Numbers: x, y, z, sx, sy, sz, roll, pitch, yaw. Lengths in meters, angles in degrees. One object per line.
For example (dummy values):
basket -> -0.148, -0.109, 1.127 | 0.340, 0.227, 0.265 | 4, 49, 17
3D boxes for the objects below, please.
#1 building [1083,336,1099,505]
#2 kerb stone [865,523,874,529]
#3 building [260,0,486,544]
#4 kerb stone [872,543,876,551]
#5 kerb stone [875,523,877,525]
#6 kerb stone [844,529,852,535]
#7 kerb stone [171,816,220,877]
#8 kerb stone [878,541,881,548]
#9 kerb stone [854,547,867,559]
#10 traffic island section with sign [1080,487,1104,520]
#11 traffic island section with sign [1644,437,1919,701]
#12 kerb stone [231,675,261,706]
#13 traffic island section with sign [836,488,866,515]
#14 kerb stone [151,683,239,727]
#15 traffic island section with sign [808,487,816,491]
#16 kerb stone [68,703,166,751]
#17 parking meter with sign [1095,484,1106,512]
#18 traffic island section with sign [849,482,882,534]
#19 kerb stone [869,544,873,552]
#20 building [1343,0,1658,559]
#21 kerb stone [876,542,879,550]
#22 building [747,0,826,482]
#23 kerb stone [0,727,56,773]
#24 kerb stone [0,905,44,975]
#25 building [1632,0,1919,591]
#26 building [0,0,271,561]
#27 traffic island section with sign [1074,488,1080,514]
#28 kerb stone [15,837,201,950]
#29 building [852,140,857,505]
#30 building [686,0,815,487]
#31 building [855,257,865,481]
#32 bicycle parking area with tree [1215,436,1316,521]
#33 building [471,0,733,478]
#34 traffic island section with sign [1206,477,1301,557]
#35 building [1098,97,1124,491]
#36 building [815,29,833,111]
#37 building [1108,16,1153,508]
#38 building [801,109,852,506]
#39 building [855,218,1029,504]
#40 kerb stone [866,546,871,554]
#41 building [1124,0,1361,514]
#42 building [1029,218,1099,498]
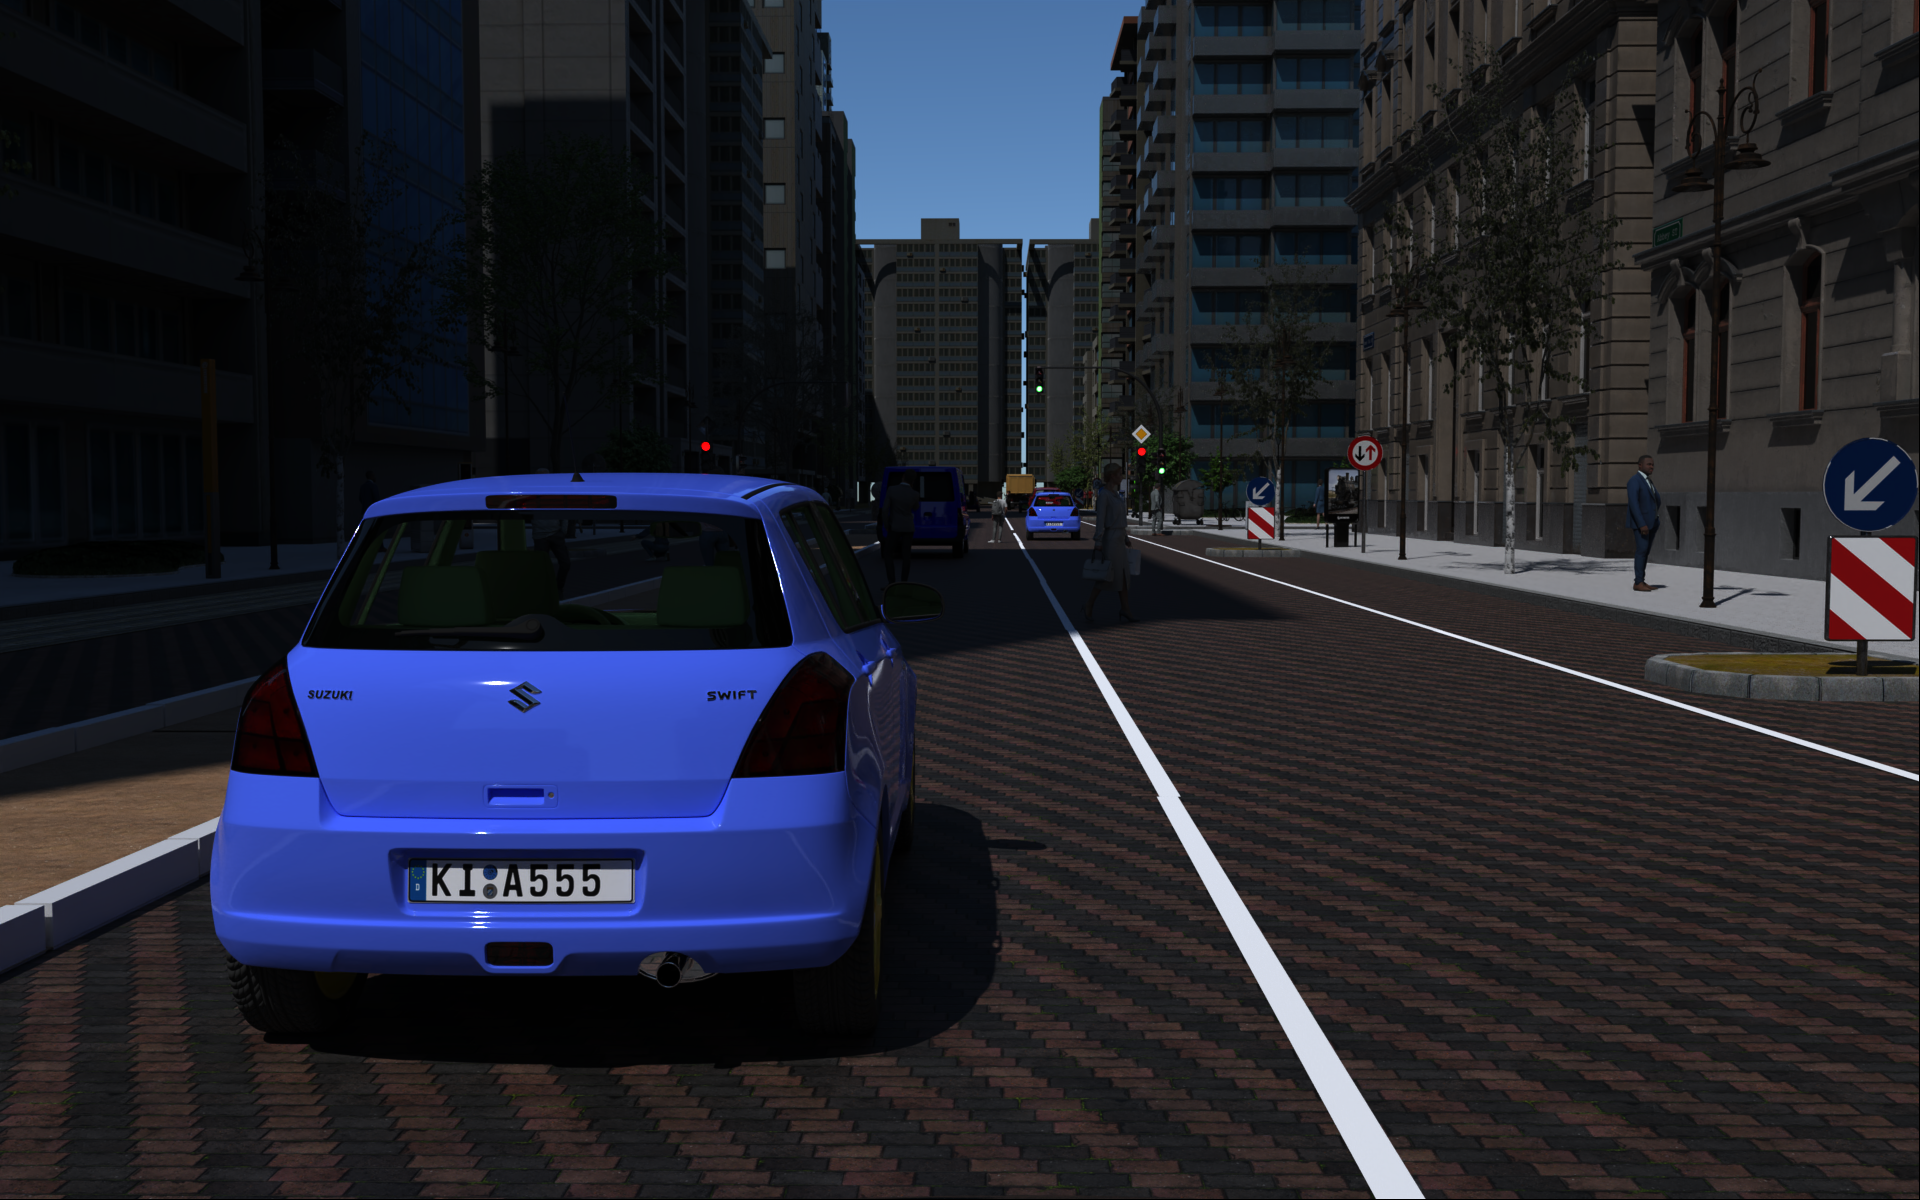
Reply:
building -> 29.023, -21.920, 203.426 | 27.650, 21.520, 28.899 | 0, 4, 1
kerb stone -> -3.797, -3.051, 72.127 | 0.120, 0.150, 1.000 | 0, 4, 1
building -> -23.114, -24.465, 50.106 | 14.200, 45.320, 14.600 | 0, 4, 1
kerb stone -> -2.225, -1.263, 42.863 | 0.120, 0.150, 1.000 | 0, 4, 1
kerb stone -> -3.762, -3.179, 74.171 | 0.120, 0.150, 1.000 | 0, 4, 1
kerb stone -> -3.987, -2.456, 62.343 | 0.120, 0.150, 1.000 | 0, 4, 1
kerb stone -> -2.888, 0.933, 6.964 | 0.120, 0.150, 1.000 | 0, 4, 1
kerb stone -> -2.191, -1.380, 44.929 | 0.120, 0.150, 1.000 | 0, 4, 1
kerb stone -> -2.287, -1.074, 39.793 | 0.120, 0.150, 1.000 | 0, 4, 1
traffic island section with sign -> 7.784, -5.315, 95.520 | 1.989, 1.847, 2.006 | 0, 4, 1
traffic island section with sign -> 6.285, -0.262, 12.916 | 1.989, 1.847, 2.006 | 0, 4, 1
kerb stone -> -4.897, 0.617, 12.106 | 0.120, 0.150, 1.000 | 0, 4, 1
traffic island section with sign -> -7.659, -6.916, 121.701 | 1.989, 1.847, 2.006 | 0, 4, 1
kerb stone -> -4.908, 0.680, 11.084 | 0.120, 0.150, 1.000 | 0, 4, 1
traffic island section with sign -> -8.148, -5.267, 94.751 | 1.989, 1.847, 2.006 | 0, 4, 1
kerb stone -> -4.926, 0.749, 10.063 | 0.120, 0.150, 1.000 | 0, 4, 1
parking meter with sign -> 10.506, -7.973, 126.617 | 0.543, 3.016, 1.738 | -2, 4, -31
traffic island section with sign -> -2.920, -3.312, 62.296 | 2.006, 1.907, 1.989 | 0, 4, 1
kerb stone -> -2.252, -1.201, 41.837 | 0.120, 0.150, 1.000 | 0, 4, 1
building -> 18.678, -15.189, 45.602 | 12.463, 27.353, 25.104 | 0, 4, 1
kerb stone -> -2.212, -1.327, 43.896 | 0.120, 0.150, 1.000 | 0, 4, 1
building -> -26.987, -34.815, 158.464 | 28.713, 52.752, 27.495 | 0, 4, 1
kerb stone -> -4.945, 0.806, 9.041 | 0.120, 0.150, 1.000 | 0, 4, 1
kerb stone -> -2.925, 1.057, 4.909 | 0.120, 0.150, 1.000 | 0, 4, 1
building -> 18.841, -14.273, 20.754 | 14.401, 28.519, 23.554 | 0, 4, 1
building -> -27.940, -24.934, 31.373 | 21.300, 48.544, 21.600 | 0, 4, 1
traffic island section with sign -> 8.275, -6.963, 122.471 | 1.989, 1.847, 2.006 | 0, 4, 1
kerb stone -> -2.899, 0.995, 5.937 | 0.120, 0.150, 1.000 | 0, 4, 1
building -> -19.172, -31.209, 193.859 | 14.154, 41.232, 14.086 | 0, 4, 1
building -> -27.111, -26.436, 124.109 | 32.217, 40.220, 23.993 | 0, 4, 1
building -> -18.777, -26.896, 211.455 | 14.107, 30.474, 14.160 | 0, 4, 1
bicycle parking area with tree -> 17.133, -5.799, 81.818 | 9.016, 4.147, 8.231 | -2, 4, -34
building -> -22.078, -39.457, 83.379 | 20.563, 71.187, 20.611 | 0, 4, 1
traffic island section with sign -> 6.768, -1.936, 40.282 | 1.989, 1.847, 2.006 | 0, 4, 1
building -> 21.452, -30.453, 181.494 | 14.154, 41.232, 14.086 | 0, 4, 1
building -> -30.653, -56.778, 240.984 | 31.000, 86.520, 22.319 | 0, 4, 1
building -> 25.124, -30.854, 159.083 | 22.147, 44.769, 28.867 | 0, 4, 1
building -> -19.155, -30.349, 179.797 | 14.154, 41.232, 14.086 | 0, 4, 1
building -> -2.878, -33.944, 246.871 | 23.993, 40.220, 32.217 | 0, 4, 1
kerb stone -> -2.262, -1.139, 40.815 | 0.120, 0.150, 1.000 | 0, 4, 1
building -> 23.946, -30.559, 119.241 | 23.786, 49.044, 30.456 | 0, 4, 1
building -> 21.178, -33.938, 246.774 | 23.993, 40.220, 32.217 | 0, 4, 1
